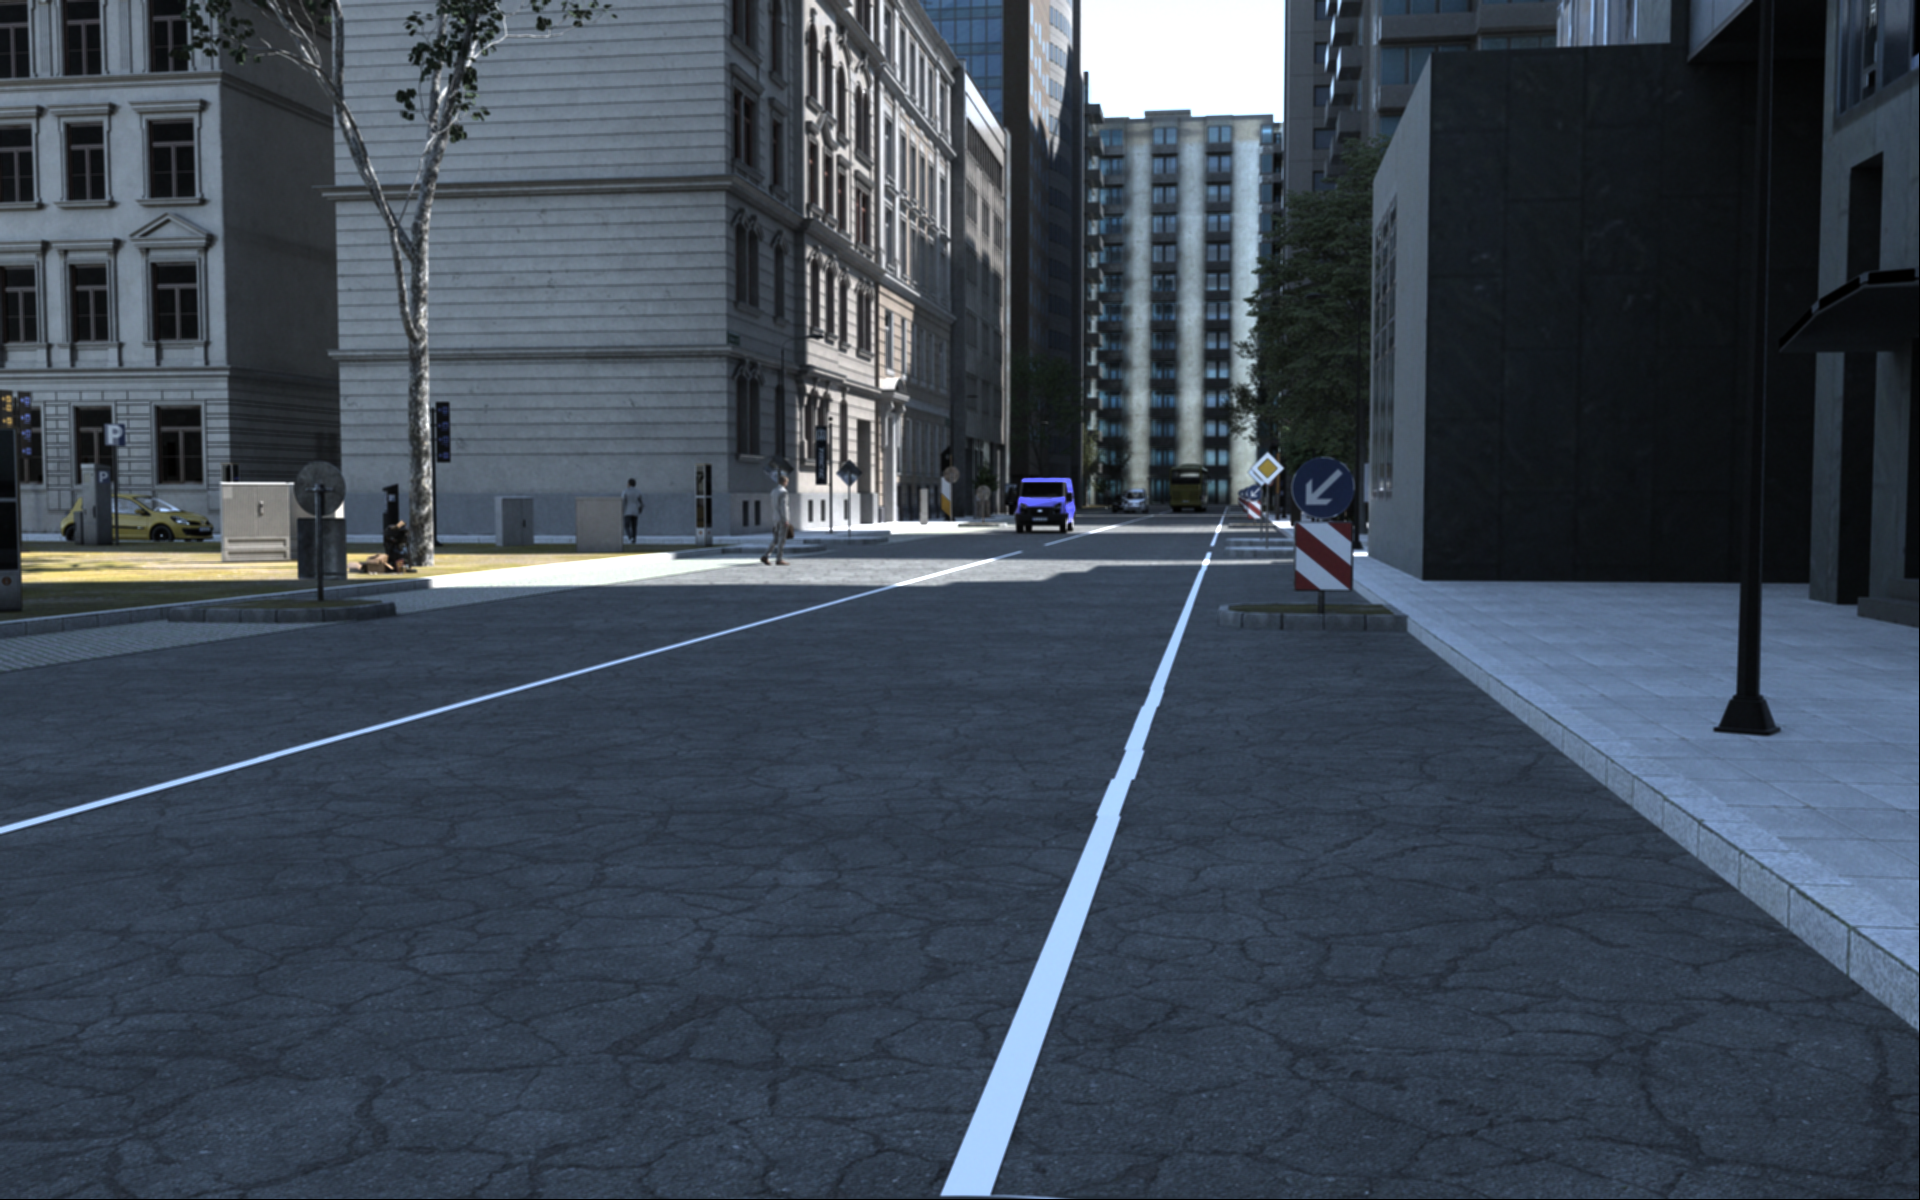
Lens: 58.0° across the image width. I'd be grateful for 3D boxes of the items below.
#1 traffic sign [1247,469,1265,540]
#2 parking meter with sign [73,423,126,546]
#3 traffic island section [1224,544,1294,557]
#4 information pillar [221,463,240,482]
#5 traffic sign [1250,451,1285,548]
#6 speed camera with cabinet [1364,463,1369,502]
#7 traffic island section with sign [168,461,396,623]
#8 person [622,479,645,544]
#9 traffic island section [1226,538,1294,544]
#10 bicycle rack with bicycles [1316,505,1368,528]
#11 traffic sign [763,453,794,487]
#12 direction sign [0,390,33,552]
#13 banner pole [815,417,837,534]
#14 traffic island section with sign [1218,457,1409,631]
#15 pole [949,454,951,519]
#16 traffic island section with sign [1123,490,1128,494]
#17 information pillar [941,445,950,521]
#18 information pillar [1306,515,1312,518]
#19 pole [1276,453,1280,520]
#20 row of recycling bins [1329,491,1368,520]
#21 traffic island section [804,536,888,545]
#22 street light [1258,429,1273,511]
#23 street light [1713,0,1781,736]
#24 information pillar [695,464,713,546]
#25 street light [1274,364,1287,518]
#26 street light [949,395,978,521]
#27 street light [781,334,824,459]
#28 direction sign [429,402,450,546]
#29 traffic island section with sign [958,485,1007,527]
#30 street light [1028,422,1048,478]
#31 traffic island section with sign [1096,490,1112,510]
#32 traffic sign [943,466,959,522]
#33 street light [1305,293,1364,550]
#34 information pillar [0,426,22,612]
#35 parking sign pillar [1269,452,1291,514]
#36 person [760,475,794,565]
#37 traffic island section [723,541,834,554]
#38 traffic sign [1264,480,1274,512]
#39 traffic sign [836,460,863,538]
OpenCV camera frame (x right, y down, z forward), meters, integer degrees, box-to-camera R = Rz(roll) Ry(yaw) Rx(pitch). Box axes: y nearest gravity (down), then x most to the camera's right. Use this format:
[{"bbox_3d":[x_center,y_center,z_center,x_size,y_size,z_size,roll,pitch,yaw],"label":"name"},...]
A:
[{"bbox_3d":[8.471,-2.754,48.667,0.795,2.450,0.064,1,4,9],"label":"traffic sign"},{"bbox_3d":[-21.651,-2.886,43.452,1.738,3.016,0.543,2,4,34],"label":"parking meter with sign"},{"bbox_3d":[7.257,-1.136,40.852,2.009,0.180,2.903,1,4,9],"label":"traffic island section"},{"bbox_3d":[-17.399,-2.254,41.339,0.304,2.012,0.304,1,4,10],"label":"information pillar"},{"bbox_3d":[7.232,-2.271,40.779,0.795,2.450,0.064,1,4,9],"label":"traffic sign"},{"bbox_3d":[12.491,-3.337,48.889,2.038,3.252,0.660,2,4,24],"label":"speed camera with cabinet"},{"bbox_3d":[-7.701,-0.700,20.072,1.989,1.847,2.006,1,4,9],"label":"traffic island section with sign"},{"bbox_3d":[-8.640,-2.287,45.745,0.661,1.843,0.795,-2,4,-27],"label":"person"},{"bbox_3d":[8.496,-1.618,48.741,2.009,0.180,2.903,1,4,9],"label":"traffic island section"},{"bbox_3d":[13.395,-2.773,58.727,2.925,0.926,2.852,0,4,4],"label":"bicycle rack with bicycles"},{"bbox_3d":[-4.466,-2.385,42.630,0.795,2.450,0.064,1,4,9],"label":"traffic sign"},{"bbox_3d":[-20.717,-2.818,38.077,0.379,3.537,0.876,1,4,13],"label":"direction sign"},{"bbox_3d":[-4.362,-4.041,56.092,0.863,3.779,0.401,-3,5,-43],"label":"banner pole"},{"bbox_3d":[3.875,-0.647,19.211,1.989,1.847,2.006,1,4,9],"label":"traffic island section with sign"},{"bbox_3d":[-0.536,-5.793,88.558,0.158,3.312,0.155,0,3,0],"label":"pole"},{"bbox_3d":[17.243,-10.417,178.948,1.989,1.847,2.006,1,4,9],"label":"traffic island section with sign"},{"bbox_3d":[-0.679,-5.625,83.317,0.504,3.616,0.183,-2,4,-29],"label":"information pillar"},{"bbox_3d":[18.517,-5.335,91.714,0.304,2.012,0.304,1,4,15],"label":"information pillar"},{"bbox_3d":[15.759,-5.627,85.838,0.158,3.312,0.155,0,3,0],"label":"pole"},{"bbox_3d":[18.945,-4.782,85.301,1.069,1.692,3.534,-2,4,-29],"label":"row of recycling bins"},{"bbox_3d":[-3.252,-1.731,50.584,2.009,0.180,2.903,1,4,9],"label":"traffic island section"},{"bbox_3d":[16.701,-7.308,92.031,1.470,5.913,1.316,1,4,9],"label":"street light"},{"bbox_3d":[3.726,-2.247,9.284,1.470,5.913,1.316,1,4,9],"label":"street light"},{"bbox_3d":[-6.286,-2.325,42.501,0.304,2.012,0.304,2,4,27],"label":"information pillar"},{"bbox_3d":[11.992,-5.432,61.347,1.470,5.913,1.316,1,4,9],"label":"street light"},{"bbox_3d":[0.167,-6.658,81.398,1.470,5.913,1.316,1,4,9],"label":"street light"},{"bbox_3d":[-4.643,-4.772,50.557,1.470,5.913,1.316,1,4,9],"label":"street light"},{"bbox_3d":[-12.968,-3.101,42.693,0.876,3.537,0.379,1,4,11],"label":"direction sign"},{"bbox_3d":[1.022,-4.098,75.636,1.989,1.847,2.006,1,4,9],"label":"traffic island section with sign"},{"bbox_3d":[4.994,-8.531,112.020,1.470,5.913,1.316,1,4,9],"label":"street light"},{"bbox_3d":[12.943,-8.740,151.529,1.989,1.847,2.006,1,4,9],"label":"traffic island section with sign"},{"bbox_3d":[-0.404,-4.852,79.439,0.768,2.556,0.104,1,4,16],"label":"traffic sign"},{"bbox_3d":[8.675,-4.135,40.146,1.470,5.913,1.316,1,4,9],"label":"street light"},{"bbox_3d":[-10.467,-0.881,18.897,0.304,2.012,0.304,-3,5,-44],"label":"information pillar"},{"bbox_3d":[20.456,-7.465,110.522,1.447,3.967,1.447,0,4,-1],"label":"parking sign pillar"},{"bbox_3d":[-3.615,-1.614,35.005,0.853,1.813,0.709,-3,4,-39],"label":"person"},{"bbox_3d":[-4.490,-1.249,42.695,2.009,0.180,2.903,1,4,9],"label":"traffic island section"},{"bbox_3d":[21.602,-7.409,121.244,0.768,2.556,0.104,1,4,13],"label":"traffic sign"},{"bbox_3d":[-3.227,-2.867,50.518,0.795,2.450,0.064,1,4,9],"label":"traffic sign"}]
